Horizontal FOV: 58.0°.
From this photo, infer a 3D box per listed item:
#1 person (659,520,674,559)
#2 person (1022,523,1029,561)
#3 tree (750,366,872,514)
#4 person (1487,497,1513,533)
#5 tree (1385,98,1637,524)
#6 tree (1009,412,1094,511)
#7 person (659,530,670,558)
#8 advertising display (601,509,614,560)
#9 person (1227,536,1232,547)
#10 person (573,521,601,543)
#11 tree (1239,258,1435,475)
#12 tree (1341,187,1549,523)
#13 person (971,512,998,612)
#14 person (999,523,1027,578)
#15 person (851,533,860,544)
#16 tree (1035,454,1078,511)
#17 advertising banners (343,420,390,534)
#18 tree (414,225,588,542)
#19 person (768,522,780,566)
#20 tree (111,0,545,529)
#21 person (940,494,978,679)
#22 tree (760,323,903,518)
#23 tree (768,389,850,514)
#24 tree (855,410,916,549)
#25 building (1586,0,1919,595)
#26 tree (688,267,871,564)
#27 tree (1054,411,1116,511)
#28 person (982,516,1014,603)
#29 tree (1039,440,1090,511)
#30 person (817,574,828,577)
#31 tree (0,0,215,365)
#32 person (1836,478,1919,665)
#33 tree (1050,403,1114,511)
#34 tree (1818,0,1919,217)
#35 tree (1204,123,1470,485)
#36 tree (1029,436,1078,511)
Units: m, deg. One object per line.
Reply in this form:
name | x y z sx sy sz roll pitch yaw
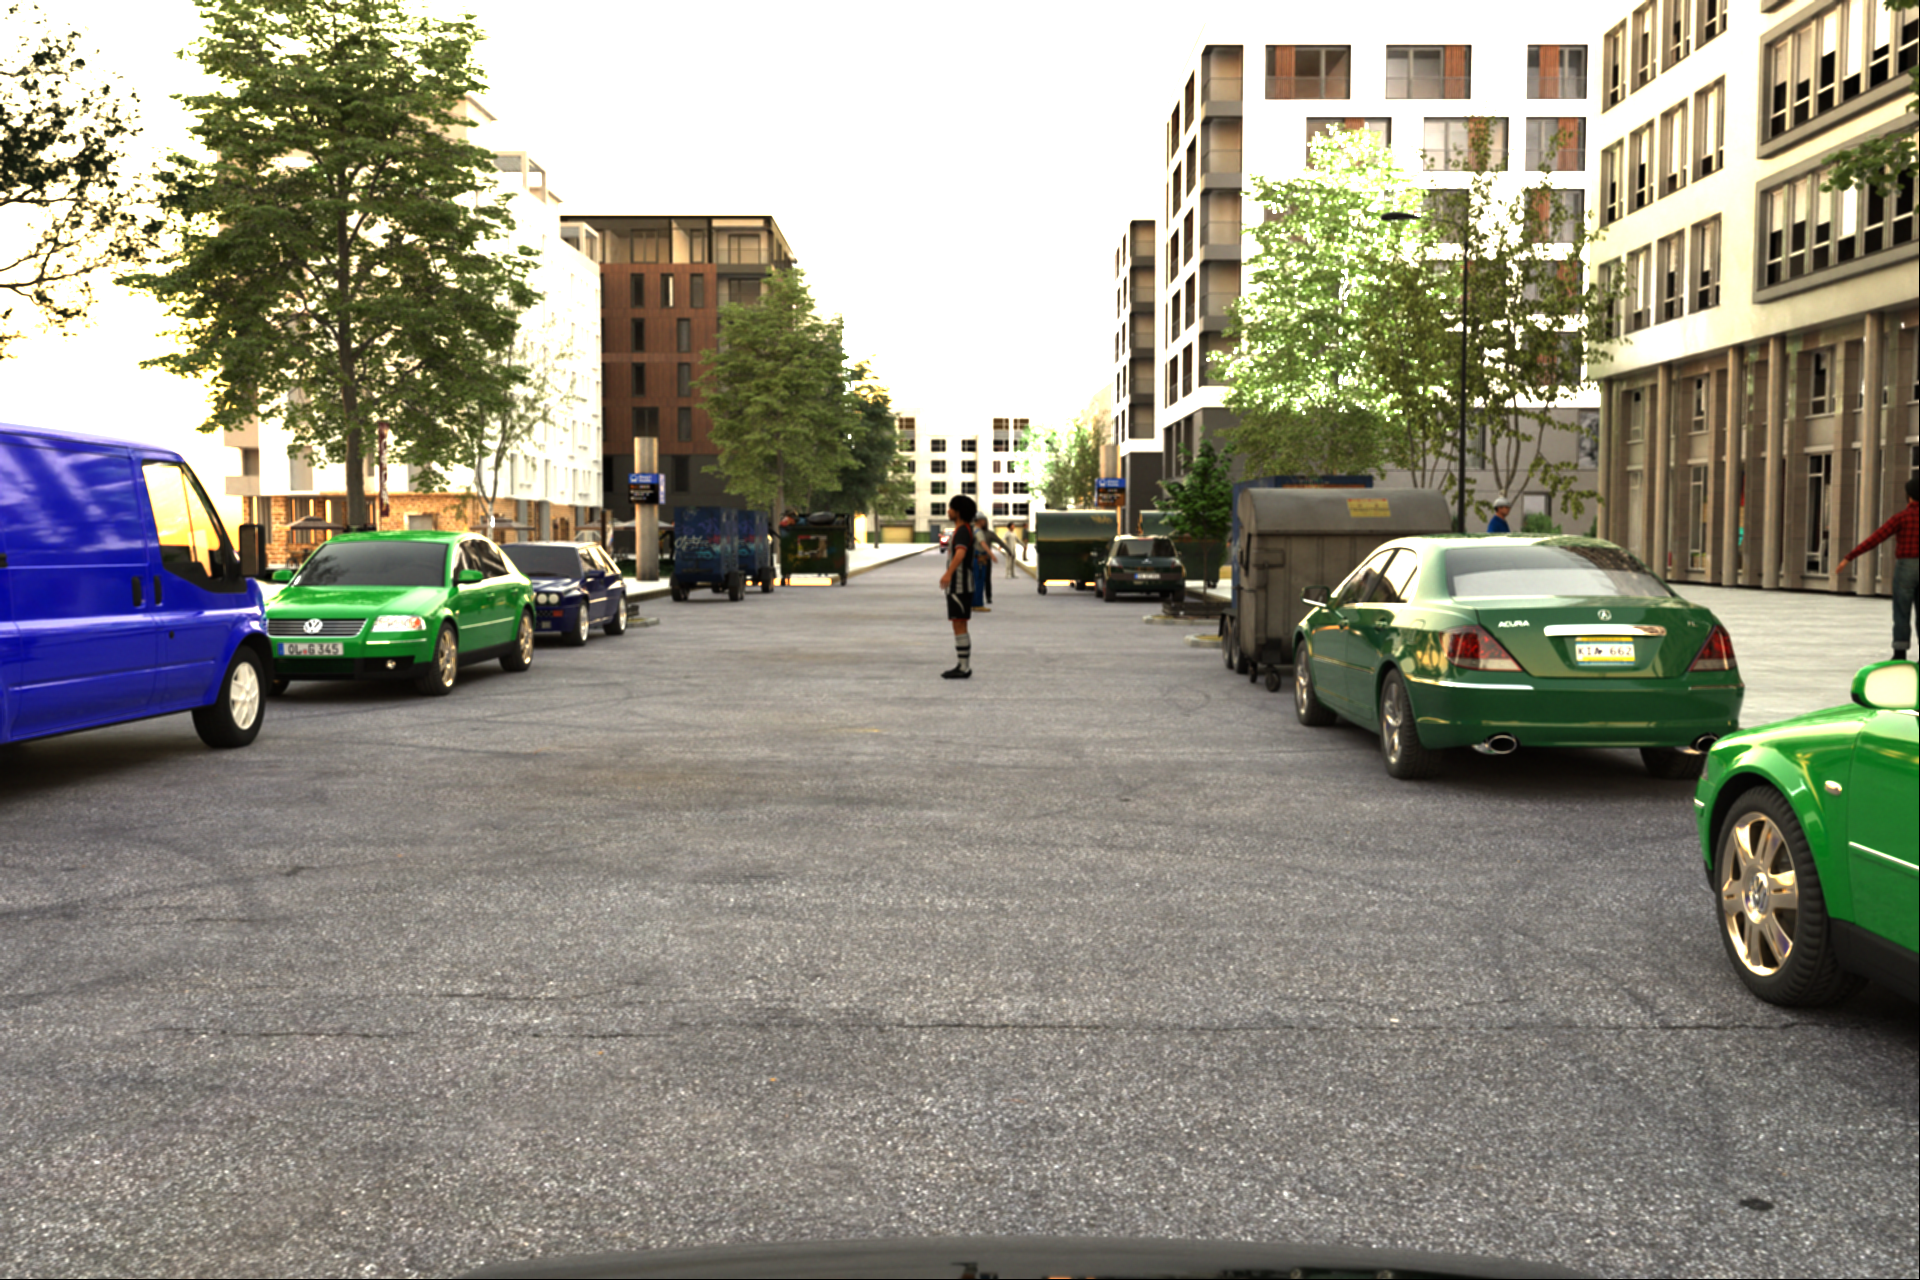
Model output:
person | -10.666 -3.579 64.705 1.347 1.806 0.705 -1 4 -20
person | 3.140 -4.678 82.755 0.705 1.796 1.348 0 4 6
tree | -8.394 -9.728 93.471 7.601 10.594 8.767 -1 4 -20
person | 8.326 -1.267 26.595 0.705 1.842 1.347 3 4 38
tree | 9.319 -4.836 29.430 4.737 8.622 4.395 0 3 0
tree | 7.958 -13.503 146.523 9.928 11.665 9.643 0 3 0
person | -15.367 -5.057 88.448 1.354 1.858 0.705 1 4 11
advertising display | -9.273 -2.470 45.600 0.123 1.923 0.974 0 4 1
person | 8.055 -2.589 48.516 1.348 1.807 0.705 -1 4 -17
person | -15.372 -4.004 71.648 1.347 1.806 0.705 -1 4 -12
tree | 14.053 -8.501 64.741 9.928 11.665 9.643 0 3 0
tree | 10.062 -5.303 37.075 4.737 8.622 4.395 0 3 0
person | 0.375 -1.453 32.069 0.705 1.847 1.347 -1 4 -18
person | 1.690 -2.939 56.696 0.705 1.806 1.347 3 5 43
person | -4.370 -3.593 64.520 1.354 1.856 0.705 -2 4 -26
tree | 7.976 -12.508 154.865 4.360 8.622 3.978 0 3 0
advertising banners | -8.929 -1.835 26.185 0.090 3.025 2.074 0 3 0
tree | -11.507 -5.585 41.680 4.360 8.622 3.978 0 3 0
person | -7.243 -3.584 65.314 1.216 1.740 0.721 -1 4 -19
tree | -11.782 -7.000 32.577 7.486 12.596 7.792 0 3 0
person | -0.023 -0.532 17.299 0.704 1.843 1.345 0 4 5
tree | -7.799 -12.082 104.203 9.857 13.997 8.962 0 3 0
tree | -7.656 -8.174 84.006 4.360 8.622 3.978 0 3 0
tree | -7.757 -14.278 151.570 7.486 12.596 7.792 0 3 0
building | 26.275 -13.456 27.605 19.016 26.051 41.698 0 4 1
tree | -7.600 -9.498 73.418 7.486 12.596 7.792 0 3 0
tree | 7.618 -9.408 104.179 4.737 8.622 4.395 0 3 0
person | 0.470 -1.672 35.930 1.348 1.813 0.705 1 4 14
tree | 8.118 -11.228 133.933 4.360 8.622 3.978 0 3 0
person | -4.157 -2.633 52.321 0.991 1.433 0.599 -1 4 -16
tree | -11.853 -5.140 18.447 8.767 10.594 7.601 2 4 27
person | 9.075 -0.636 16.502 1.345 1.816 0.704 0 4 3
tree | 7.297 -8.958 96.824 4.360 8.622 3.978 0 3 0
tree | 9.350 -5.686 11.100 7.486 12.596 7.792 0 3 0
tree | 10.709 -7.958 48.233 7.486 12.596 7.792 0 3 0
tree | 7.362 -10.836 127.529 4.360 8.622 3.978 0 3 0
